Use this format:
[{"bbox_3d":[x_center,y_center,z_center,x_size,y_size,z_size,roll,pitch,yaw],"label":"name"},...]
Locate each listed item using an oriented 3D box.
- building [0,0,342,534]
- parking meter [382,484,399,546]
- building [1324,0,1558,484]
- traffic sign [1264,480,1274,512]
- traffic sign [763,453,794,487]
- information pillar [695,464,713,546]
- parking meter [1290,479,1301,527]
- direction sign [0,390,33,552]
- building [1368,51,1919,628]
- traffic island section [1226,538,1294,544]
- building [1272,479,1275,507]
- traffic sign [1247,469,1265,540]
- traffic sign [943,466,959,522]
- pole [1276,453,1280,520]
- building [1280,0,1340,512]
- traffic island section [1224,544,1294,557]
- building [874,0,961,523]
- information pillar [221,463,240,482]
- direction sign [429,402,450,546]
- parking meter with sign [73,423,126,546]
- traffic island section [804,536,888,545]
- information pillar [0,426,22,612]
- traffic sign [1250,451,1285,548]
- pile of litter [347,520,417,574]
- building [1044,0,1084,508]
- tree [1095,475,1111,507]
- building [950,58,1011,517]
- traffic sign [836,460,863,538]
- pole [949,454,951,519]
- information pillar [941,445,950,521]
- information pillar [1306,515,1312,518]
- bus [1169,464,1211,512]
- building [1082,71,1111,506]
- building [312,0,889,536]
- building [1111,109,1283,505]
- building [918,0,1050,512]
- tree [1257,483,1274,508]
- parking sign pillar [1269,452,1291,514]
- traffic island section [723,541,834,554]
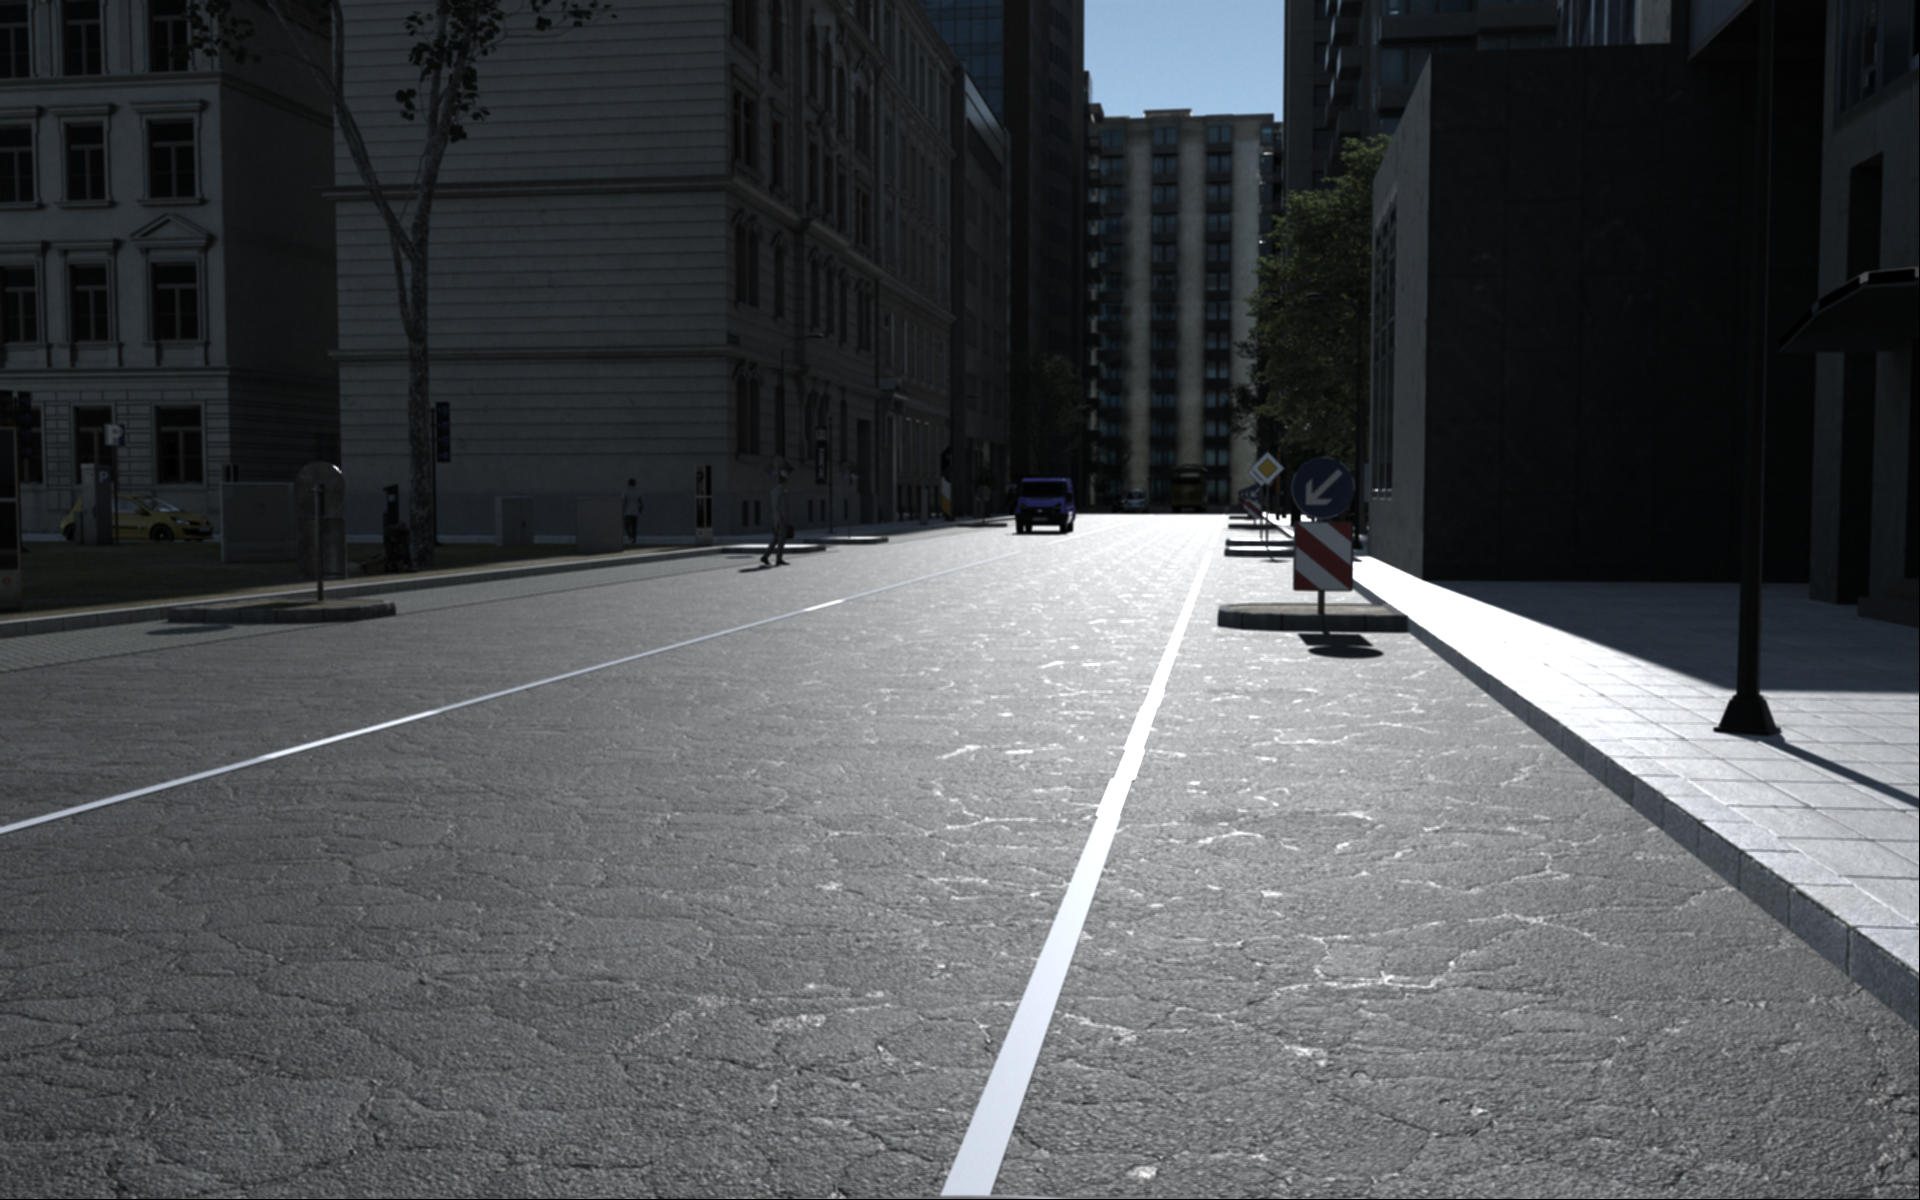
[{"bbox_3d":[-32.156,-13.757,61.079,21.152,22.565,11.583,1,4,9],"label":"building"},{"bbox_3d":[-13.982,-2.088,42.550,0.372,1.533,0.369,0,3,0],"label":"parking meter"},{"bbox_3d":[32.881,-29.404,100.369,23.786,49.044,30.456,1,4,9],"label":"building"},{"bbox_3d":[21.602,-7.409,121.244,0.768,2.556,0.104,1,4,13],"label":"traffic sign"},{"bbox_3d":[-4.466,-2.385,42.630,0.795,2.450,0.064,1,4,9],"label":"traffic sign"},{"bbox_3d":[-6.286,-2.325,42.501,0.304,2.012,0.304,2,4,27],"label":"information pillar"},{"bbox_3d":[13.306,-3.842,68.526,0.399,1.863,0.255,-1,4,-11],"label":"parking meter"},{"bbox_3d":[-20.717,-2.818,38.077,0.379,3.537,0.876,1,4,13],"label":"direction sign"},{"bbox_3d":[17.104,-43.040,16.372,22.319,86.520,31.000,1,4,9],"label":"building"},{"bbox_3d":[8.496,-1.618,48.741,2.009,0.180,2.903,1,4,9],"label":"traffic island section"},{"bbox_3d":[49.389,-29.950,181.564,32.217,40.220,23.993,1,4,9],"label":"building"},{"bbox_3d":[8.471,-2.754,48.667,0.795,2.450,0.064,1,4,9],"label":"traffic sign"},{"bbox_3d":[-0.404,-4.852,79.439,0.768,2.556,0.104,1,4,16],"label":"traffic sign"},{"bbox_3d":[15.759,-5.627,85.838,0.158,3.312,0.155,0,3,0],"label":"pole"},{"bbox_3d":[35.928,-36.296,135.440,21.231,58.520,28.212,1,4,9],"label":"building"},{"bbox_3d":[7.257,-1.136,40.852,2.009,0.180,2.903,1,4,9],"label":"traffic island section"},{"bbox_3d":[-8.090,-18.314,85.331,13.634,28.700,20.117,1,4,9],"label":"building"},{"bbox_3d":[-17.399,-2.254,41.339,0.304,2.012,0.304,1,4,10],"label":"information pillar"},{"bbox_3d":[-12.968,-3.101,42.693,0.876,3.537,0.379,1,4,11],"label":"direction sign"},{"bbox_3d":[-21.651,-2.886,43.452,1.738,3.016,0.543,2,4,34],"label":"parking meter with sign"},{"bbox_3d":[-3.252,-1.731,50.584,2.009,0.180,2.903,1,4,9],"label":"traffic island section"},{"bbox_3d":[-10.467,-0.881,18.897,0.304,2.012,0.304,-3,5,-44],"label":"information pillar"},{"bbox_3d":[7.232,-2.271,40.779,0.795,2.450,0.064,1,4,9],"label":"traffic sign"},{"bbox_3d":[-9.481,-0.883,28.398,1.176,0.858,1.719,0,4,-8],"label":"pile of litter"},{"bbox_3d":[-0.711,-37.422,153.853,21.231,58.520,28.212,1,4,9],"label":"building"},{"bbox_3d":[14.672,-11.173,177.282,1.663,3.219,1.824,0,3,0],"label":"tree"},{"bbox_3d":[-4.156,-17.558,105.093,12.078,24.808,19.932,1,4,9],"label":"building"},{"bbox_3d":[-3.227,-2.867,50.518,0.795,2.450,0.064,1,4,9],"label":"traffic sign"},{"bbox_3d":[-0.536,-5.793,88.558,0.158,3.312,0.155,0,3,0],"label":"pole"},{"bbox_3d":[-0.679,-5.625,83.317,0.504,3.616,0.183,-2,4,-29],"label":"information pillar"},{"bbox_3d":[18.517,-5.335,91.714,0.304,2.012,0.304,1,4,15],"label":"information pillar"},{"bbox_3d":[18.648,-9.112,140.534,2.896,3.916,12.252,1,4,11],"label":"bus"},{"bbox_3d":[0.012,-34.805,188.665,30.456,49.044,23.786,1,4,9],"label":"building"},{"bbox_3d":[-11.378,-16.893,63.583,14.401,28.519,23.554,1,4,9],"label":"building"},{"bbox_3d":[26.016,-36.629,218.494,30.456,49.044,23.786,1,4,9],"label":"building"},{"bbox_3d":[-0.776,-29.520,132.765,14.600,45.320,14.200,1,4,9],"label":"building"},{"bbox_3d":[29.852,-10.872,172.364,1.663,3.219,1.824,0,3,0],"label":"tree"},{"bbox_3d":[20.456,-7.465,110.522,1.447,3.967,1.447,0,4,-1],"label":"parking sign pillar"},{"bbox_3d":[-4.490,-1.249,42.695,2.009,0.180,2.903,1,4,9],"label":"traffic island section"}]
